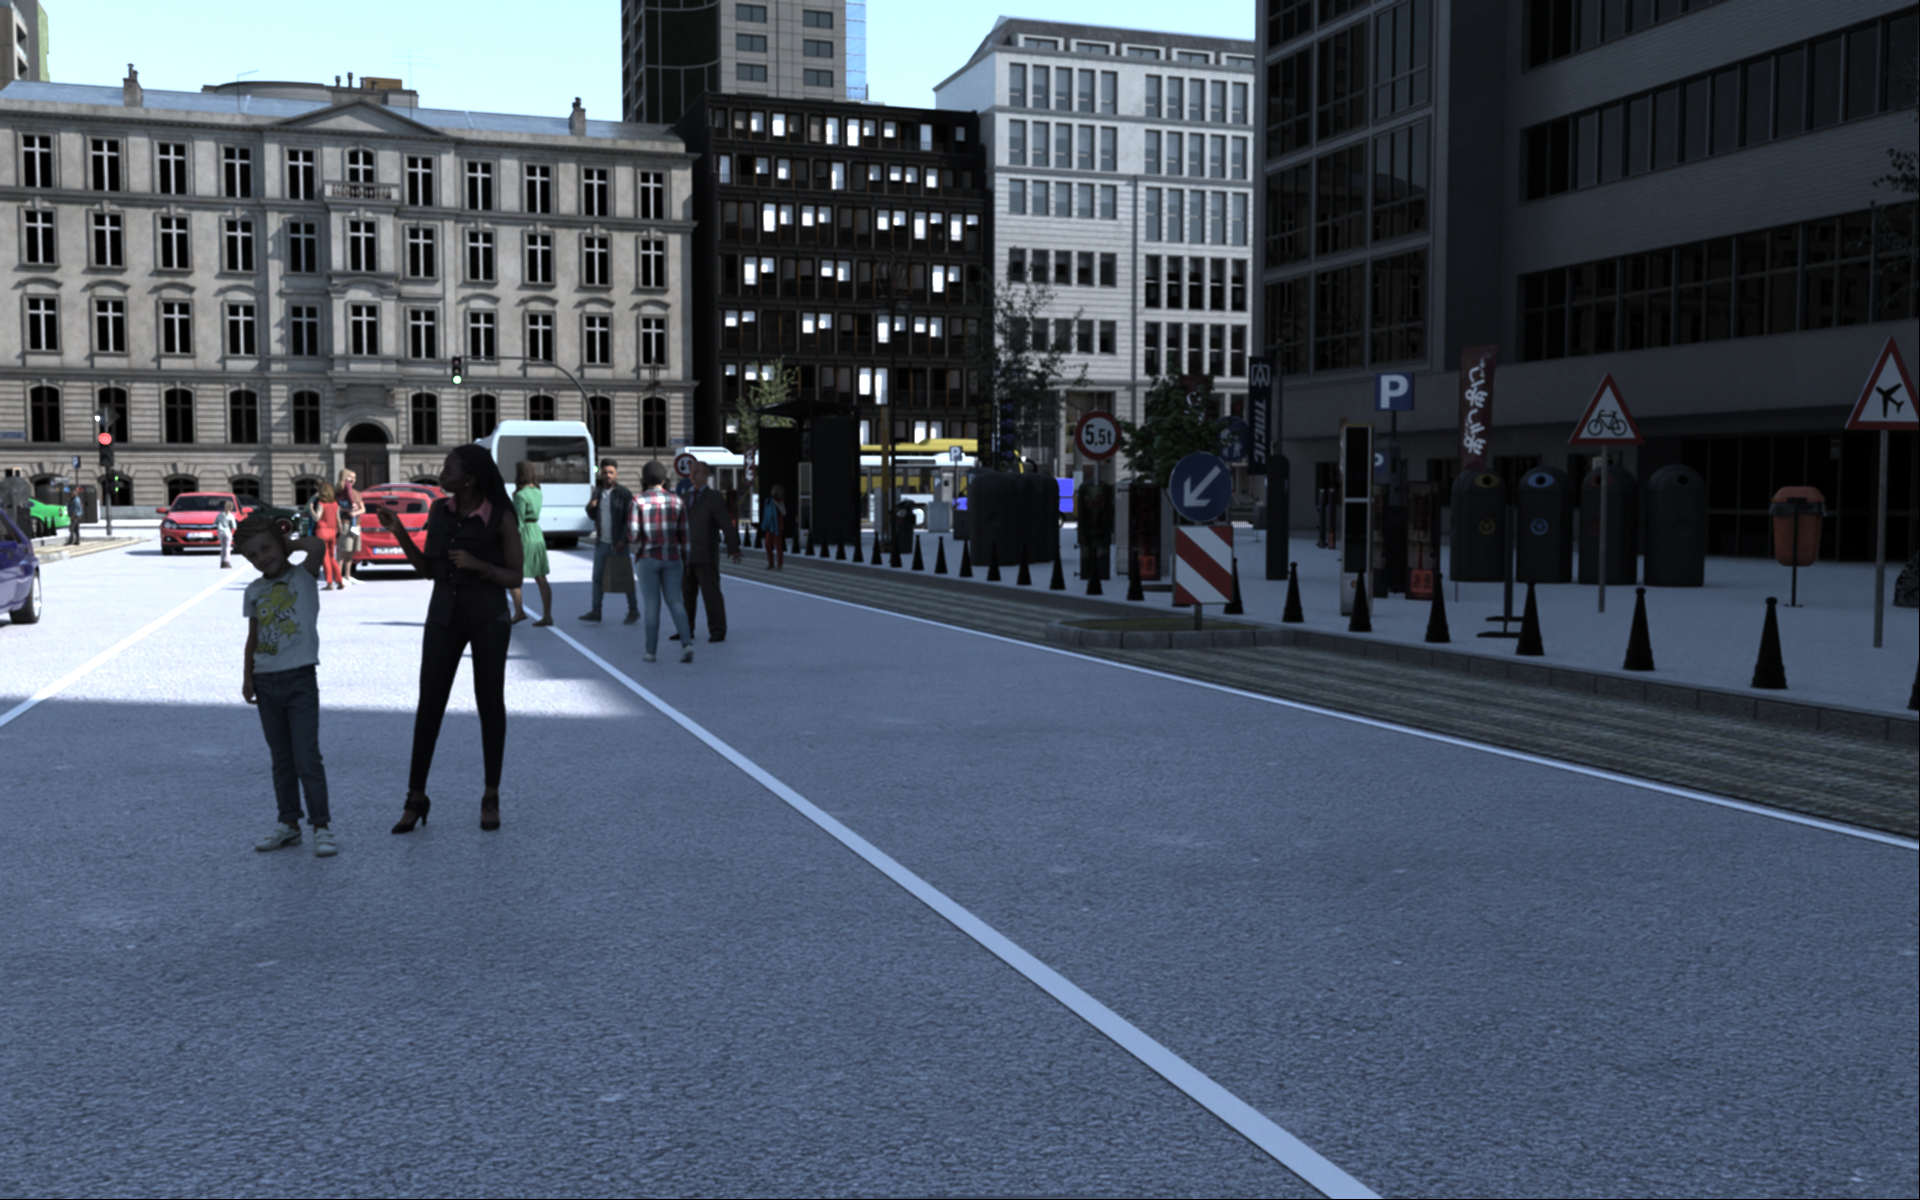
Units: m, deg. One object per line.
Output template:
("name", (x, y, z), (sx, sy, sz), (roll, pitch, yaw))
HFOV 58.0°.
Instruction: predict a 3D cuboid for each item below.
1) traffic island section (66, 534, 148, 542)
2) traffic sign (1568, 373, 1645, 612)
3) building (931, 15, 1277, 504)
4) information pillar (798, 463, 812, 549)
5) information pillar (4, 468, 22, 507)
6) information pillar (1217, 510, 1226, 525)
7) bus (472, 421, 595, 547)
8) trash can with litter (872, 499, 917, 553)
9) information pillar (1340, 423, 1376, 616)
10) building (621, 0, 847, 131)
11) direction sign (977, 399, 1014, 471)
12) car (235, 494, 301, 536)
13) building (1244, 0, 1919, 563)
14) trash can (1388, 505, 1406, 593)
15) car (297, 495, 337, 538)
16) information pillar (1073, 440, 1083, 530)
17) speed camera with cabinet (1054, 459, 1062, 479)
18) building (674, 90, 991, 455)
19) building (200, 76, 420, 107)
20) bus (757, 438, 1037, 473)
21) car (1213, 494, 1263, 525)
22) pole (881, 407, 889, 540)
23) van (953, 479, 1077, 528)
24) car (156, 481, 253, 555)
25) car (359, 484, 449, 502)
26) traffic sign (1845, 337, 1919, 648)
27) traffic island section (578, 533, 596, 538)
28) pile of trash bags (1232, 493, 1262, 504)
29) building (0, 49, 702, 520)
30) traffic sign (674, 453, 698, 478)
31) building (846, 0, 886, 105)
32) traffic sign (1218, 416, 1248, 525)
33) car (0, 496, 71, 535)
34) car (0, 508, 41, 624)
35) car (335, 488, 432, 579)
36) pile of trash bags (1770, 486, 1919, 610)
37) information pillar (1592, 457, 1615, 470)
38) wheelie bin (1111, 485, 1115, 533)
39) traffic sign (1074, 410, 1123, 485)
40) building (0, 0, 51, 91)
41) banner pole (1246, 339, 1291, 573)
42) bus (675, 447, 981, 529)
("traffic island section", (-26.348, -1.915, 53.598), (2.009, 0.180, 2.903), (-1, 4, -19))
("traffic sign", (6.956, -1.144, 18.708), (0.884, 2.594, 0.081), (-1, 4, -9))
("building", (14.162, -20.212, 107.960), (29.804, 29.767, 11.434), (-1, 4, -19))
("information pillar", (-3.620, -2.203, 40.510), (0.304, 2.012, 0.304), (0, 4, -8))
("information pillar", (-27.115, -2.761, 49.630), (0.304, 2.012, 0.304), (1, 4, 11))
("information pillar", (7.906, -2.917, 52.190), (0.304, 2.012, 0.304), (1, 4, 12))
("bus", (-12.668, -3.366, 49.902), (2.948, 3.499, 13.247), (-1, 4, -19))
("trash can with litter", (-1.457, -1.595, 37.458), (1.055, 1.170, 0.624), (3, 4, 38))
("information pillar", (4.186, -0.840, 18.220), (0.304, 2.012, 0.304), (1, 4, 20))
("building", (-23.712, -44.787, 170.524), (20.563, 71.187, 20.611), (-1, 4, -19))
("direction sign", (0.852, -3.012, 41.248), (0.876, 3.537, 0.379), (1, 4, 9))
("car", (-24.006, -2.961, 58.195), (4.222, 1.686, 2.009), (-1, 4, -18))
("building", (19.365, -13.388, 37.967), (14.314, 24.678, 30.058), (-1, 4, -19))
("trash can", (5.851, -0.673, 22.659), (0.748, 1.137, 0.748), (0, 3, 0))
("car", (-18.370, -2.391, 50.888), (2.131, 1.459, 4.920), (-1, 4, -17))
("information pillar", (4.267, -4.349, 62.468), (0.183, 3.616, 0.504), (3, 5, 40))
("speed camera with cabinet", (4.622, -6.228, 96.167), (2.038, 3.252, 0.660), (0, 4, -3))
("building", (-7.740, -16.637, 101.687), (15.834, 23.373, 12.332), (-1, 4, -19))
("building", (-90.987, -42.989, 244.870), (28.212, 58.520, 21.231), (-1, 4, -19))
("bus", (-2.786, -5.217, 76.837), (12.252, 3.916, 2.896), (-1, 4, -19))
("car", (13.026, -4.387, 81.517), (4.222, 1.686, 2.009), (-1, 4, -18))
("pole", (-1.757, -2.867, 40.720), (0.158, 3.312, 0.155), (0, 3, 0))
("van", (1.876, -3.869, 67.642), (5.245, 2.365, 2.240), (-1, 4, -19))
("car", (-18.324, -2.023, 42.124), (2.155, 1.783, 4.494), (-1, 4, -19))
("car", (-21.436, -3.396, 64.199), (5.304, 1.827, 2.281), (-1, 4, -19))
("traffic sign", (7.685, -0.882, 14.425), (0.884, 2.594, 0.081), (-1, 4, -19))
("traffic island section", (-12.357, -2.208, 58.389), (2.009, 0.180, 2.903), (-1, 4, -19))
("pile of trash bags", (23.727, -8.472, 148.271), (3.447, 1.369, 1.912), (3, 4, 36))
("building", (-32.111, -16.766, 93.214), (34.723, 24.649, 14.460), (-1, 4, -19))
("traffic sign", (-8.478, -3.276, 53.663), (0.768, 2.556, 0.104), (-1, 4, -17))
("building", (-25.988, -58.342, 266.556), (31.000, 86.520, 22.319), (-1, 4, -19))
("traffic sign", (4.383, -1.719, 28.219), (0.768, 2.556, 0.104), (-1, 4, -17))
("car", (-32.201, -2.982, 57.550), (4.718, 1.807, 1.959), (-1, 4, -19))
("car", (-10.619, -0.313, 17.693), (1.945, 1.354, 3.894), (-1, 4, -19))
("car", (-10.020, -1.317, 30.570), (2.155, 1.783, 4.494), (-1, 4, -17))
("pile of trash bags", (10.852, -0.580, 19.240), (3.447, 1.369, 1.912), (2, 4, 29))
("information pillar", (12.848, -1.843, 34.625), (0.304, 2.012, 0.304), (-2, 4, -30))
("wheelie bin", (4.962, -3.006, 57.058), (0.980, 1.594, 0.693), (0, 4, 5))
("traffic sign", (2.089, -1.606, 26.356), (0.768, 2.556, 0.104), (-1, 4, -13))
("building", (-80.051, -27.683, 136.206), (14.154, 41.232, 14.086), (-1, 4, -19))
("banner pole", (4.956, -2.316, 27.890), (0.863, 3.779, 0.401), (-2, 4, -27))
("bus", (-4.809, -4.637, 70.672), (13.247, 3.499, 2.948), (-1, 4, -19))
